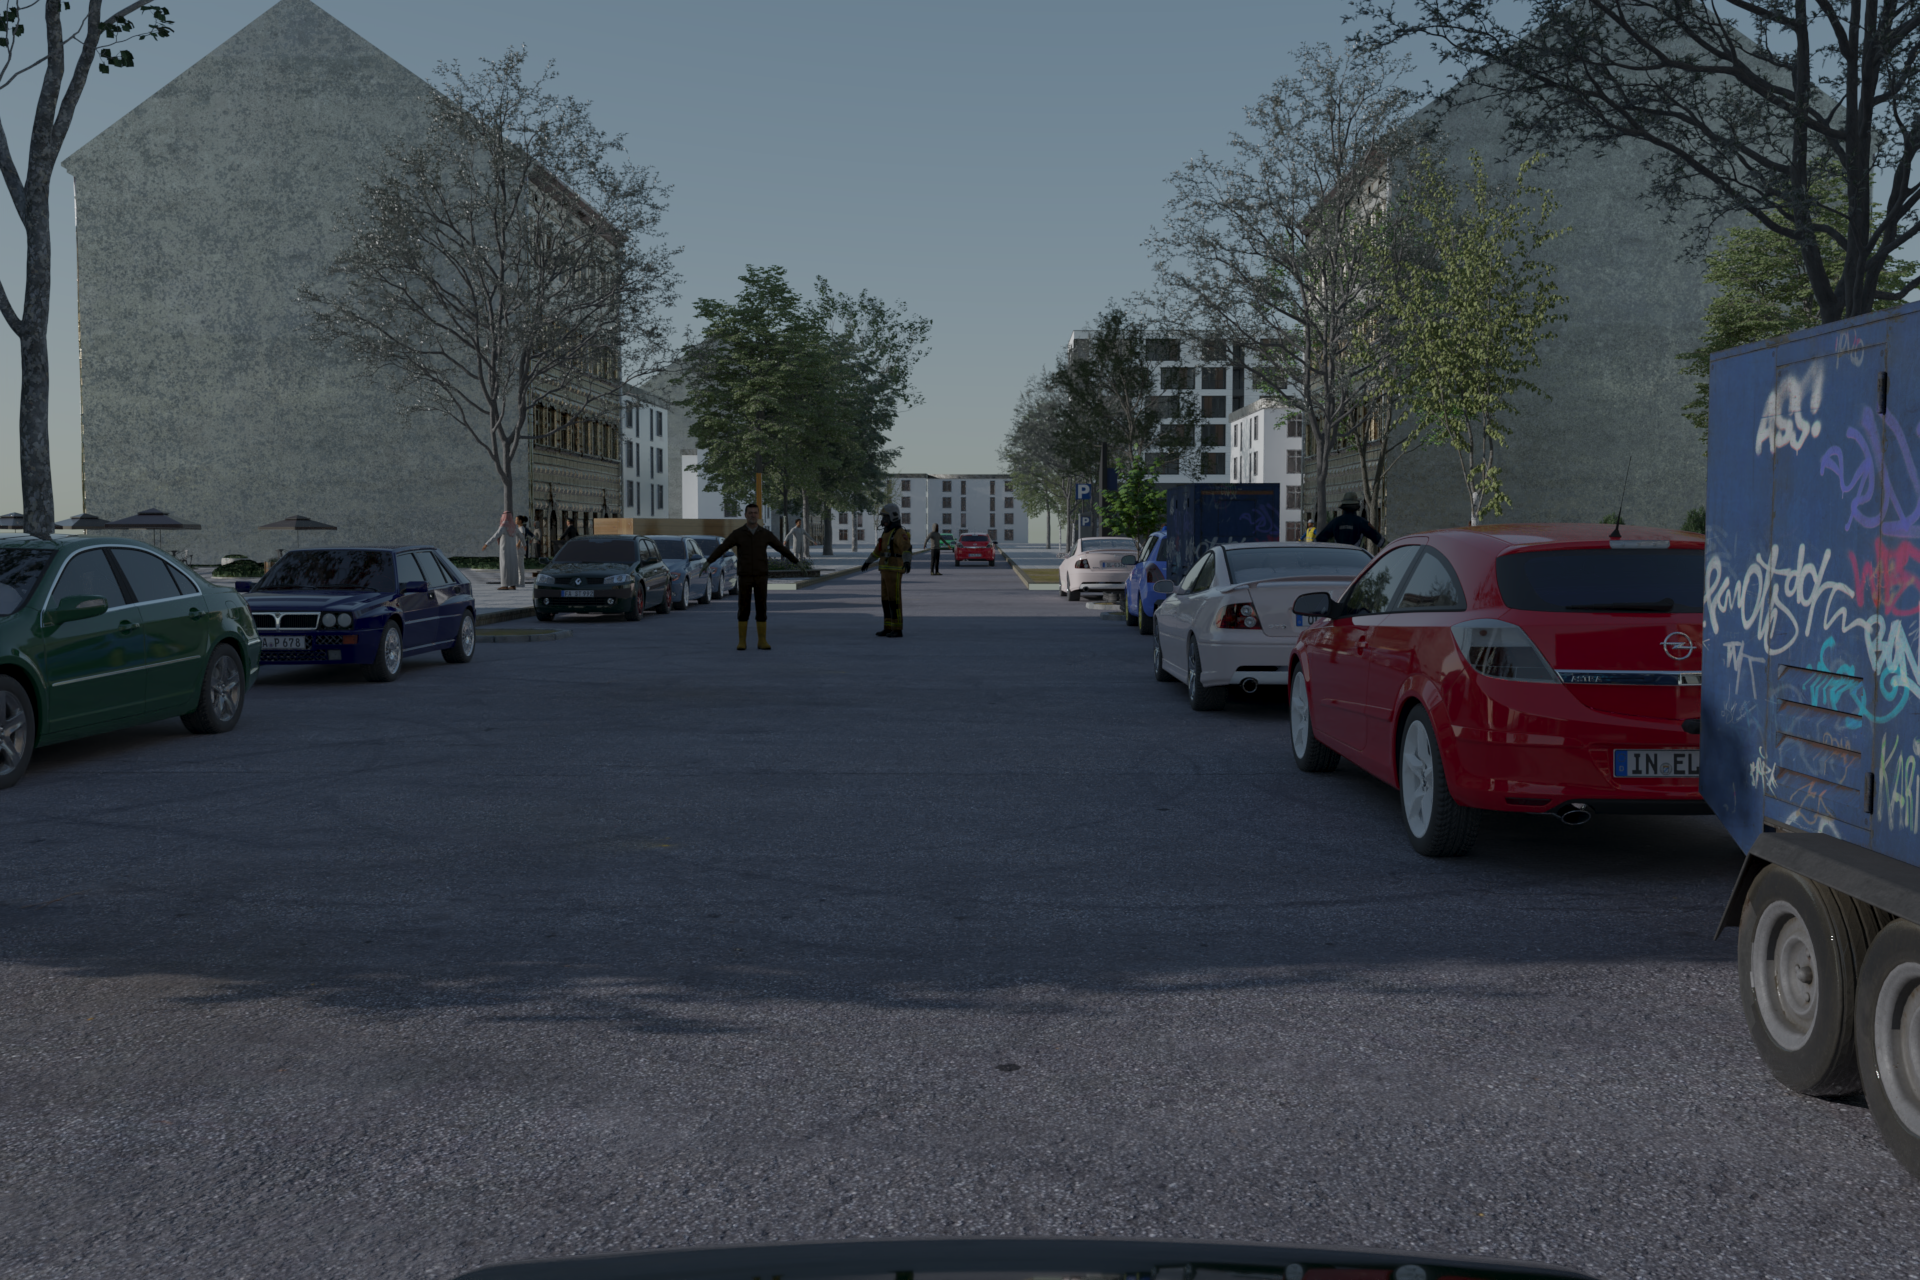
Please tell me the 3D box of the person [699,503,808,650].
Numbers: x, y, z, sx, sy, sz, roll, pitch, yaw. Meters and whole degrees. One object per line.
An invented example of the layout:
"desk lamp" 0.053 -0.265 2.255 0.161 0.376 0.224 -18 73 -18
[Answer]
"person" -2.564 -0.786 21.441 1.346 1.812 0.704 -1 4 -15

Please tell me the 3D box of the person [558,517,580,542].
"person" -13.020 -3.172 57.793 0.705 1.837 1.347 2 4 24

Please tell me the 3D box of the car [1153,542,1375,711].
"car" 2.814 -0.186 15.403 2.083 1.381 4.827 0 4 1

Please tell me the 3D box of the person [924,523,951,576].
"person" -0.830 -3.145 60.011 0.705 1.813 1.348 3 5 43

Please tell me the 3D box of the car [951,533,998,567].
"car" 0.652 -4.212 77.902 2.155 1.783 4.494 0 4 0

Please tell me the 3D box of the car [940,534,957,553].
"car" -1.185 -7.680 134.363 1.959 1.807 4.718 0 4 1

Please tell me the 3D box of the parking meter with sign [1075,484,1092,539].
"parking meter with sign" 4.246 -3.843 59.101 0.543 3.016 1.738 0 4 1

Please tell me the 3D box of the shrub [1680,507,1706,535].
"shrub" 19.894 -2.605 46.631 1.661 2.075 1.752 0 3 0

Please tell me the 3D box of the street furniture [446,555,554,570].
"street furniture" -15.996 -2.912 63.235 10.072 0.657 5.734 0 4 -7

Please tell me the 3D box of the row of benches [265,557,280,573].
"row of benches" -17.504 -1.819 45.204 1.422 0.672 4.104 -2 4 -30

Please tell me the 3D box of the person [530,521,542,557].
"person" -17.183 -3.925 70.299 0.705 1.813 1.348 -2 4 -28

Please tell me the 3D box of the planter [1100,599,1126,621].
"planter" 3.391 -0.505 29.396 1.991 0.319 1.994 0 4 2

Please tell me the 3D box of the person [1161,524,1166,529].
"person" 8.585 -4.108 73.022 0.705 1.847 1.347 1 4 22

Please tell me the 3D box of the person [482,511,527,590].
"person" -10.393 -2.055 39.740 0.704 1.811 1.347 2 4 30

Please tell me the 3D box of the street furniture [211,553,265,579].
"street furniture" -20.030 -2.312 53.432 5.734 0.657 10.072 -2 4 -25

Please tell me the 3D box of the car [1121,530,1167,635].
"car" 3.407 -0.997 25.897 1.945 1.707 3.694 0 4 1

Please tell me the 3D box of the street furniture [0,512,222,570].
"street furniture" -33.059 -3.019 54.398 14.083 1.986 27.439 0 4 4

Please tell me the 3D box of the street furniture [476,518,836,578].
"street furniture" -7.502 -2.719 51.306 9.812 1.723 11.010 3 5 43

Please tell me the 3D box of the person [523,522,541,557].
"person" -17.247 -3.836 68.502 1.354 1.856 0.705 0 4 6

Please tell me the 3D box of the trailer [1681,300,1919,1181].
"trailer" 2.827 0.139 4.784 1.471 1.999 3.904 0 4 1

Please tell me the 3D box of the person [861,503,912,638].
"person" -0.976 -0.970 24.092 0.705 1.858 1.354 -2 4 -30

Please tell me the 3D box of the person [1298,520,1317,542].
"person" 13.280 -3.649 65.629 0.705 1.833 1.349 -2 4 -26

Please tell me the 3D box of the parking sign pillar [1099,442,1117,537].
"parking sign pillar" 4.370 -3.848 51.385 1.447 3.967 1.447 0 4 1

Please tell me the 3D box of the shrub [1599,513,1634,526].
"shrub" 22.515 -3.416 59.895 1.661 2.075 1.752 0 3 0

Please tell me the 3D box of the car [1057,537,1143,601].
"car" 3.215 -1.591 38.377 2.083 1.381 4.827 0 4 0

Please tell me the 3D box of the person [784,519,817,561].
"person" -5.505 -3.247 59.270 1.347 1.806 0.705 -3 5 -40

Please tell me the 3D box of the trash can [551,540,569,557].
"trash can" -9.007 -1.720 39.767 0.748 1.137 0.748 0 3 0

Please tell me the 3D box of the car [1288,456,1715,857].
"car" 2.926 -0.008 9.167 2.155 1.783 4.494 0 4 0

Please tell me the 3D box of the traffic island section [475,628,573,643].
"traffic island section" -6.437 -0.059 23.838 1.991 0.108 1.994 0 4 2

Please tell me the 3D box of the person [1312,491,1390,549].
"person" 5.199 -1.052 23.064 1.351 1.845 0.704 2 4 31

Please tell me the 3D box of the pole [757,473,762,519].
"pole" -6.721 -3.928 58.068 0.158 3.312 0.155 0 3 0

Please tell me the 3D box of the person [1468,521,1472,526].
"person" 19.644 -3.694 66.669 1.348 1.796 0.705 -2 4 -33

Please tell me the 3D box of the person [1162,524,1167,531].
"person" 5.241 -2.246 42.705 0.704 1.831 1.345 3 4 37

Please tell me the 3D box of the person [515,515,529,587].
"person" -10.700 -2.142 41.785 0.721 1.739 1.217 -1 4 -20

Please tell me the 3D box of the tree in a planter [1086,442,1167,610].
"tree in a planter" 3.466 -2.224 33.577 1.991 3.239 1.994 0 4 0

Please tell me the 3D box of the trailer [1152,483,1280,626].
"trailer" 3.094 -0.869 21.259 1.471 1.999 3.904 0 4 0
